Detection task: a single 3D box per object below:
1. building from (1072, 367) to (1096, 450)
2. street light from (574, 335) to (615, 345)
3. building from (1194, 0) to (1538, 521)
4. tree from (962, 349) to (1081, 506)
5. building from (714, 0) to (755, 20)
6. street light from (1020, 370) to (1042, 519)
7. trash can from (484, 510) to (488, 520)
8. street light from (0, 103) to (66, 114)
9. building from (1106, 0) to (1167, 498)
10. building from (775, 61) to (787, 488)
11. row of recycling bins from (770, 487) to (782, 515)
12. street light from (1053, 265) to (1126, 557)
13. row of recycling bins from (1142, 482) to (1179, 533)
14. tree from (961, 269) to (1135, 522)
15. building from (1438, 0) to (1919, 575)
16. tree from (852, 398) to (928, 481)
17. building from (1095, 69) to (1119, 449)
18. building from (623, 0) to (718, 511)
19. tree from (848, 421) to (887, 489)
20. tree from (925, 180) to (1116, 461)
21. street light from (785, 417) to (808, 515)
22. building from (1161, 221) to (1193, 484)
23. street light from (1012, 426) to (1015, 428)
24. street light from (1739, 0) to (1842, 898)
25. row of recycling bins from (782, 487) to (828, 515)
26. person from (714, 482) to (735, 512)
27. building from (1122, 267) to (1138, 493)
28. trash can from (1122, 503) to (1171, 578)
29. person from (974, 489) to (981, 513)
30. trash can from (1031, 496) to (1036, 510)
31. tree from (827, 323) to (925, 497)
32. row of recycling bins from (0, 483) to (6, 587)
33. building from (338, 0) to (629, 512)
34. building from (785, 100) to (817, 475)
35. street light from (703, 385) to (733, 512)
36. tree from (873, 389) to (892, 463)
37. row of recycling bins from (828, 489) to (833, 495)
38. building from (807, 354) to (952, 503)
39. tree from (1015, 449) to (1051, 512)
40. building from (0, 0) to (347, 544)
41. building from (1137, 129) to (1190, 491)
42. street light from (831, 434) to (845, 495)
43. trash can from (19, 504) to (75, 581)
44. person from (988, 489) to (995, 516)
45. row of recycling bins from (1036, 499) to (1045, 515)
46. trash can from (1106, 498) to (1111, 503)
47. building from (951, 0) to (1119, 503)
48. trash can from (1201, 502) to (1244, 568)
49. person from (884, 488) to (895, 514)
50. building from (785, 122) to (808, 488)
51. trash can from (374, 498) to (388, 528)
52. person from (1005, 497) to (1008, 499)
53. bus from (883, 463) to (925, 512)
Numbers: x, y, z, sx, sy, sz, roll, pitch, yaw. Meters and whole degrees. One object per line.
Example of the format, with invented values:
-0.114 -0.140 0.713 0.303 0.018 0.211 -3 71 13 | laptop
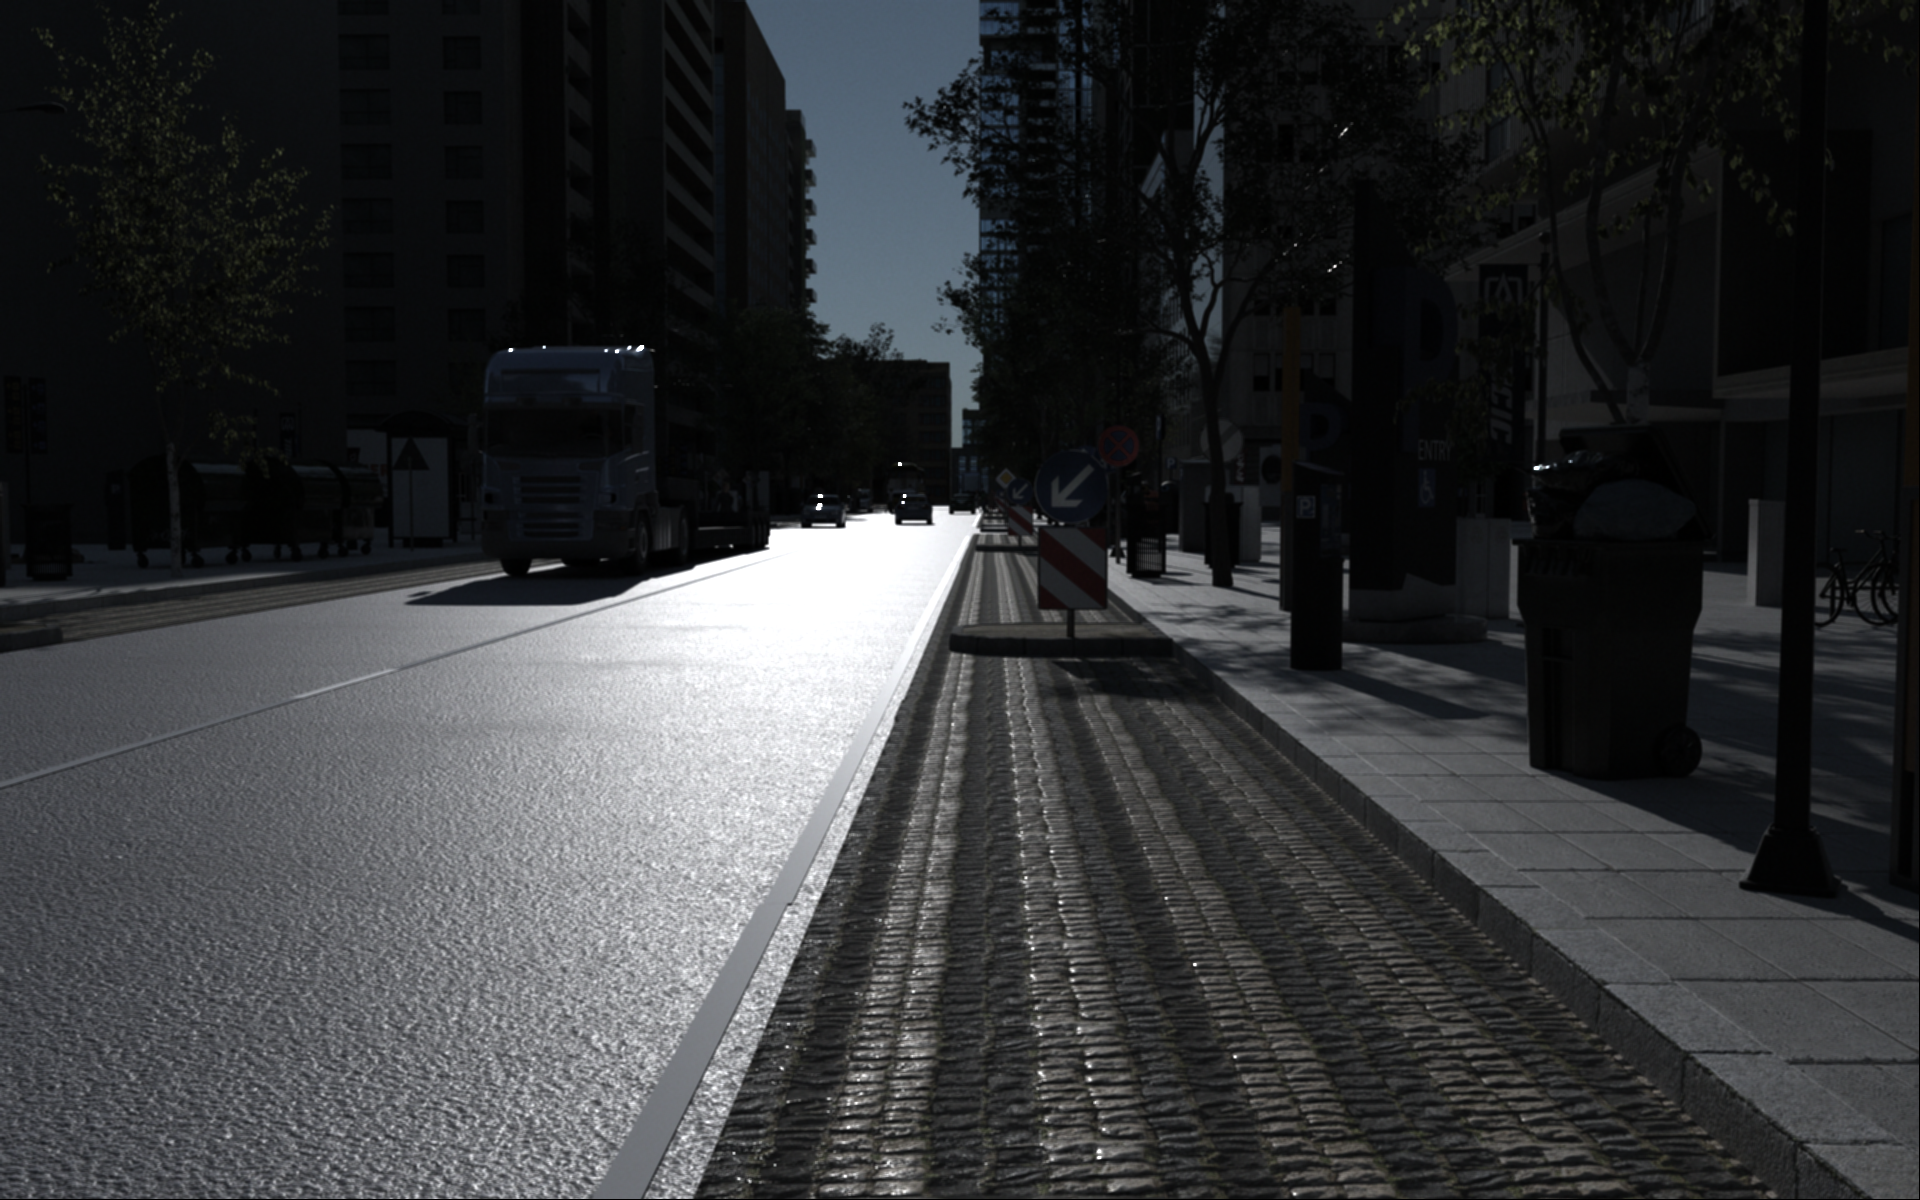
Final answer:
27.585 -21.827 201.905 27.650 21.520 28.899 0 4 1 | building
-10.772 -4.785 50.770 1.470 5.913 1.316 0 4 1 | street light
22.304 -16.431 86.675 19.932 24.808 12.078 0 4 1 | building
5.034 -14.122 137.556 9.857 13.997 8.962 0 3 0 | tree
-25.073 -30.946 156.070 14.600 45.320 14.200 0 4 1 | building
3.097 -5.654 64.977 1.470 5.913 1.316 0 4 1 | street light
-13.105 -2.271 48.784 0.748 1.137 0.748 0 3 0 | trash can
-11.315 -2.947 20.724 1.470 5.913 1.316 0 4 1 | street light
23.506 -44.188 160.718 20.563 71.187 20.611 0 4 1 | building
-24.822 -31.834 170.598 14.600 45.320 14.200 0 4 1 | building
-12.867 -6.409 111.906 1.069 1.692 3.534 1 4 17 | row of recycling bins
2.678 -3.835 35.242 1.470 5.913 1.316 0 4 1 | street light
7.225 -3.053 57.029 3.534 1.692 1.069 2 4 33 | row of recycling bins
4.214 -9.440 80.104 9.928 11.665 9.643 0 3 0 | tree
25.338 -26.950 29.872 28.713 52.752 27.495 0 4 1 | building
-9.130 -18.896 219.319 12.009 13.543 11.850 0 3 0 | tree
21.464 -32.383 179.572 14.600 45.320 14.200 0 4 1 | building
-29.436 -30.441 121.407 21.300 48.544 21.600 0 4 1 | building
-9.220 -13.280 167.486 4.360 8.622 3.978 0 3 0 | tree
4.515 -15.347 106.813 12.611 20.169 13.585 0 3 0 | tree
-9.822 -8.034 103.893 1.470 5.913 1.316 0 4 1 | street light
18.094 -15.228 103.735 10.420 20.320 16.860 0 4 1 | building
3.494 -7.044 87.707 1.470 5.913 1.316 0 4 1 | street light
2.179 -2.016 5.509 1.470 5.913 1.316 0 4 1 | street light
-10.765 -6.822 118.645 1.069 1.692 3.534 2 4 34 | row of recycling bins
-6.658 -2.441 48.837 0.534 1.772 0.576 2 4 27 | person
19.951 -19.013 140.540 12.332 23.373 15.834 0 4 1 | building
2.873 -0.920 26.688 0.748 1.137 0.748 0 3 0 | trash can
1.297 -7.398 129.813 0.624 1.780 0.694 2 4 28 | person
6.127 -7.952 141.669 0.748 1.137 0.748 0 3 0 | trash can
-8.552 -20.374 188.997 12.611 20.169 13.585 0 3 0 | tree
-14.931 -1.006 23.566 3.534 1.692 1.069 -1 4 -11 | row of recycling bins
-25.296 -19.350 88.075 14.160 30.474 14.107 0 4 1 | building
-32.660 -35.835 205.516 30.456 49.044 23.786 0 4 1 | building
-10.369 -6.204 73.978 1.470 5.913 1.316 0 4 1 | street light
-10.060 -14.151 157.128 9.928 11.665 9.643 0 3 0 | tree
-11.432 -8.463 145.486 1.069 1.692 3.534 1 4 10 | row of recycling bins
-15.989 -25.084 255.154 28.899 21.520 27.650 0 4 1 | building
5.623 -8.662 125.342 4.285 4.588 4.351 0 3 0 | tree
-31.988 -15.725 50.614 24.014 27.812 14.314 0 4 1 | building
19.420 -18.623 122.500 12.078 24.808 19.932 0 4 1 | building
-9.466 -9.912 134.594 1.470 5.913 1.316 0 4 1 | street light
-13.517 -0.858 25.686 0.748 1.137 0.748 0 3 0 | trash can
1.995 -6.212 110.404 0.599 1.781 0.374 -2 4 -30 | person
5.845 -6.360 111.101 1.069 1.692 3.534 -1 4 -20 | row of recycling bins
4.808 -2.930 59.567 0.748 1.137 0.748 0 3 0 | trash can
14.482 -57.273 249.076 31.000 86.520 22.319 0 4 1 | building
4.558 -1.128 30.096 0.748 1.137 0.748 0 3 0 | trash can
-5.062 -7.115 124.676 0.795 1.843 0.661 0 4 4 | person
-24.104 -30.669 185.026 14.154 41.232 14.086 0 4 1 | building
-22.115 -3.333 66.152 0.748 1.137 0.748 0 3 0 | trash can
3.409 -7.442 130.448 0.793 1.790 0.793 0 4 -3 | person
-4.363 -9.083 140.057 2.896 3.916 12.252 0 4 2 | bus
